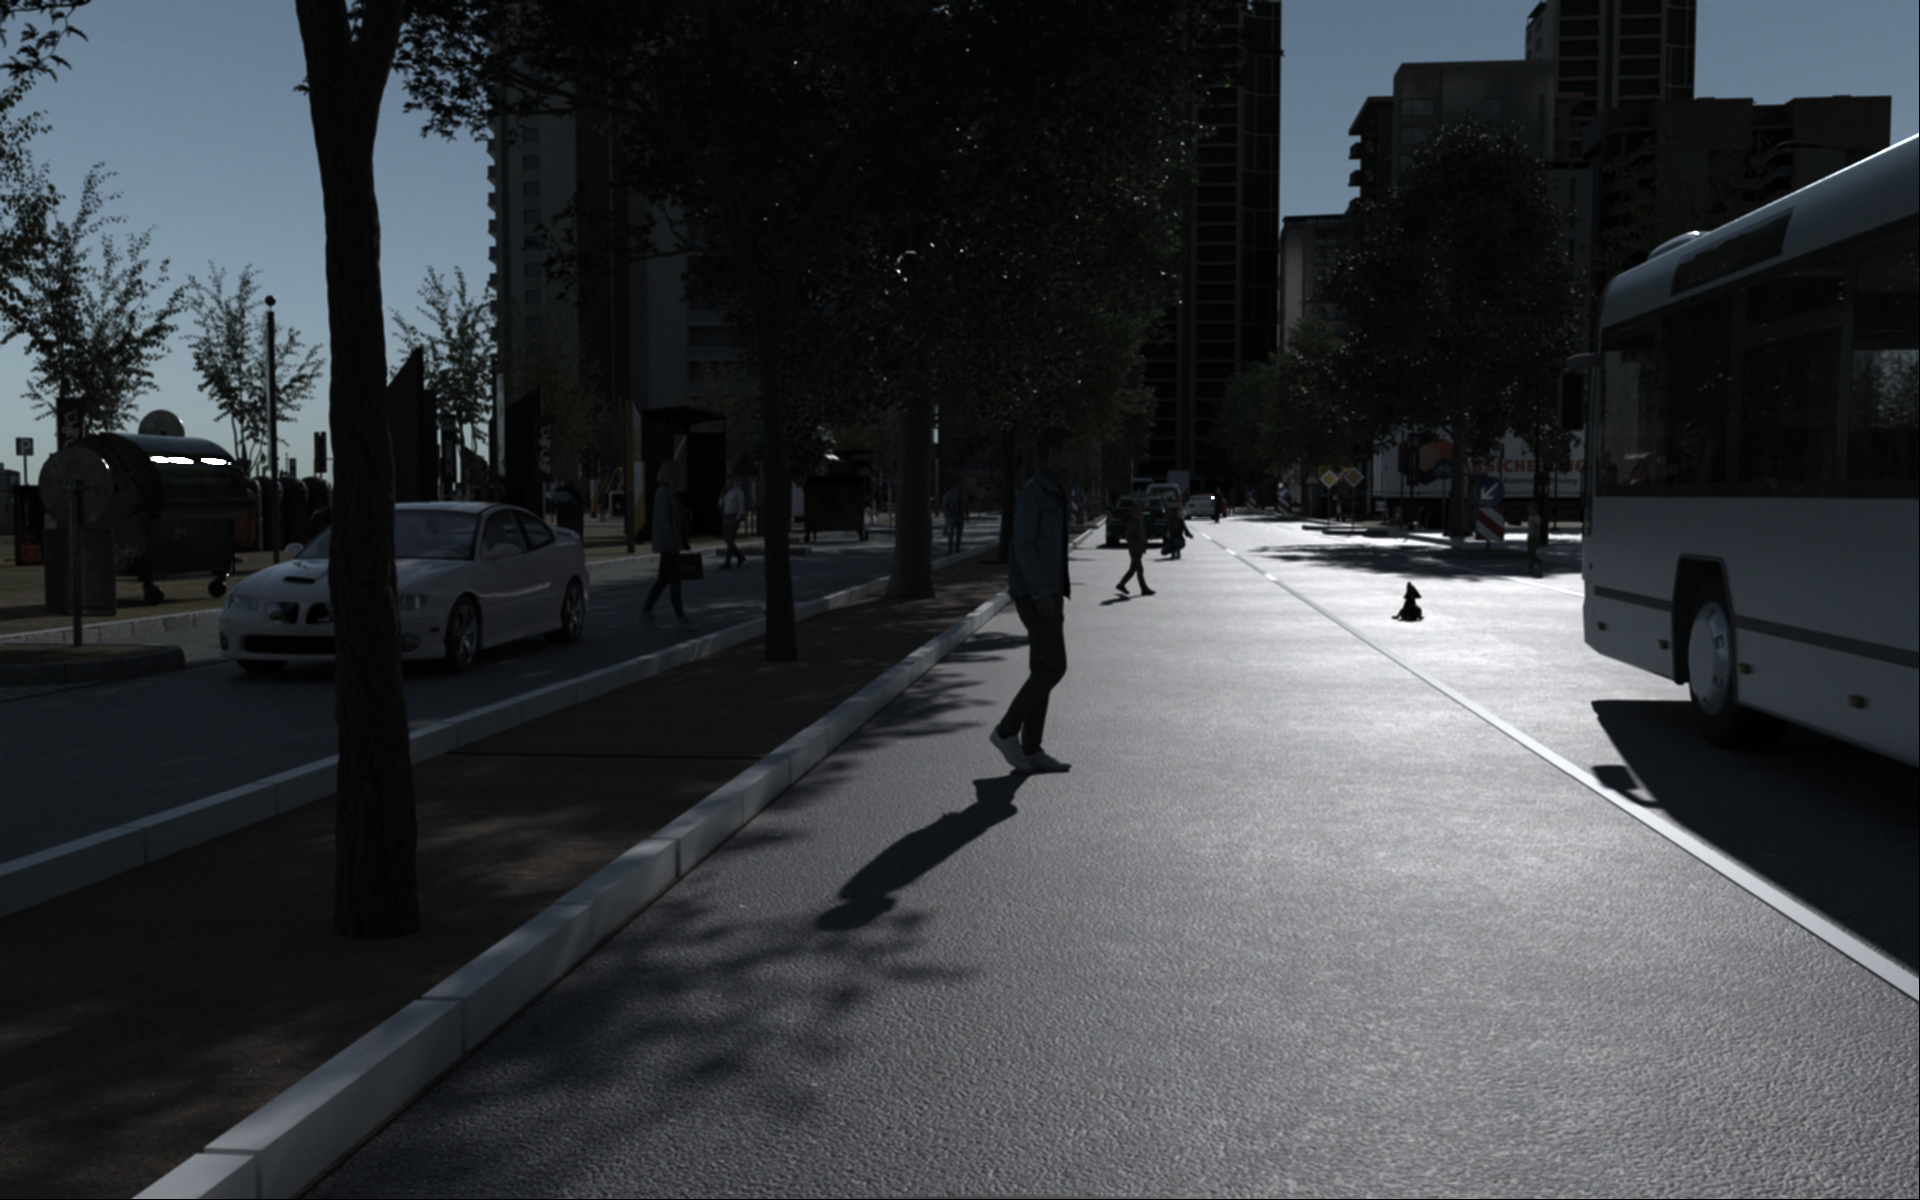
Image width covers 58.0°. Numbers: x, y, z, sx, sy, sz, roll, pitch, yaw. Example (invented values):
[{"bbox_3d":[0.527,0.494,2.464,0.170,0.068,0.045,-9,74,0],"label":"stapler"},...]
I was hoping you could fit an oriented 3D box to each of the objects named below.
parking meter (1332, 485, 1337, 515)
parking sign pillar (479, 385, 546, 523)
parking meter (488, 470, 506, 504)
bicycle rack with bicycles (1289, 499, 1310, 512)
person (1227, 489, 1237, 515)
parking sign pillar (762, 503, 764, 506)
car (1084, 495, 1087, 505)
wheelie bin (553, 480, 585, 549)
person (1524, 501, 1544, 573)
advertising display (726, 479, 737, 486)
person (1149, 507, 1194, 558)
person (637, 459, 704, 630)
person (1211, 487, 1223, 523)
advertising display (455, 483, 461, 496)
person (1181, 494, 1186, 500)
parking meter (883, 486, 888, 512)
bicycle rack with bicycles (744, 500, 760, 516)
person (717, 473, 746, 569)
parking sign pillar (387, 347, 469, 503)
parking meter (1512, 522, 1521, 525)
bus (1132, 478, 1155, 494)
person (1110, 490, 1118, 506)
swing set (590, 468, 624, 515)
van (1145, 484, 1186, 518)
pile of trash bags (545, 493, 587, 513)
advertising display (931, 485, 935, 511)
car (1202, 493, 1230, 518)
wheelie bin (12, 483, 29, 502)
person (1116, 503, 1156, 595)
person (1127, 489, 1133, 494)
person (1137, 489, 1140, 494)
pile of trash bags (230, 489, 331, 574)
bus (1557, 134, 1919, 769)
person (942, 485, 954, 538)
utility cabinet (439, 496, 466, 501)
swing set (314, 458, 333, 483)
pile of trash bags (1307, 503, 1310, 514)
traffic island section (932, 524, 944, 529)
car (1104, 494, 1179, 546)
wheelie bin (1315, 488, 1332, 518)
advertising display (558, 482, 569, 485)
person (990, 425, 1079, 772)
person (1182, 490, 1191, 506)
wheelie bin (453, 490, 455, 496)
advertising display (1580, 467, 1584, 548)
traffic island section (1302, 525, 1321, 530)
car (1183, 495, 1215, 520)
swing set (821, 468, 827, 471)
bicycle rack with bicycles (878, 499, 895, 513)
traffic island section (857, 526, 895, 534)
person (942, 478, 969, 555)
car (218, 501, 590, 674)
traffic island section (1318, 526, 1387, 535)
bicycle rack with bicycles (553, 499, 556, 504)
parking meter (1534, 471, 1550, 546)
[{"bbox_3d":[23.002,-6.137,106.052,0.399,1.863,0.255,3,5,40],"label":"parking meter"},{"bbox_3d":[-11.012,-3.339,43.066,1.447,3.967,1.447,0,4,-4],"label":"parking sign pillar"},{"bbox_3d":[-11.133,-2.197,41.639,0.399,1.863,0.255,3,4,38],"label":"parking meter"},{"bbox_3d":[27.459,-7.711,139.456,2.925,0.926,2.852,0,4,-4],"label":"bicycle rack with bicycles"},{"bbox_3d":[18.190,-6.556,115.863,0.661,1.801,0.590,0,4,0],"label":"person"},{"bbox_3d":[-9.294,-5.972,86.121,1.447,3.967,1.447,-1,4,-9],"label":"parking sign pillar"},{"bbox_3d":[14.452,-11.500,200.393,2.083,1.381,4.827,0,4,5],"label":"car"},{"bbox_3d":[-8.523,-1.829,37.806,0.693,1.594,0.980,-1,4,-12],"label":"wheelie bin"},{"bbox_3d":[10.526,-1.160,31.718,0.590,1.304,0.306,-2,4,-35],"label":"person"},{"bbox_3d":[-9.907,-4.157,73.187,0.974,1.923,0.123,-1,4,-13],"label":"advertising display"},{"bbox_3d":[4.834,-1.514,38.745,1.012,1.151,0.738,3,4,36],"label":"person"},{"bbox_3d":[-3.074,-0.593,18.372,0.728,1.800,0.709,0,4,8],"label":"person"},{"bbox_3d":[12.807,-4.739,86.399,0.534,1.772,0.576,3,5,42],"label":"person"},{"bbox_3d":[-28.764,-5.768,99.519,0.123,1.923,0.974,-3,4,-37],"label":"advertising display"},{"bbox_3d":[19.052,-8.406,149.158,0.991,1.433,0.599,0,4,-5],"label":"person"},{"bbox_3d":[-5.235,-7.141,122.459,0.255,1.863,0.399,-2,4,-34],"label":"parking meter"},{"bbox_3d":[-12.836,-5.304,100.101,2.925,0.926,2.852,-1,4,-15],"label":"bicycle rack with bicycles"},{"bbox_3d":[-4.407,-1.511,33.310,0.679,1.850,0.850,2,4,34],"label":"person"},{"bbox_3d":[-10.331,-2.691,32.471,1.447,3.967,1.447,3,5,40],"label":"parking sign pillar"},{"bbox_3d":[23.343,-3.925,72.592,0.372,1.533,0.369,0,3,0],"label":"parking meter"},{"bbox_3d":[21.992,-13.000,207.403,2.948,3.499,13.247,0,4,7],"label":"bus"},{"bbox_3d":[14.780,-9.693,166.607,1.348,1.869,0.705,-2,4,-34],"label":"person"},{"bbox_3d":[-20.102,-6.471,103.429,2.862,2.851,3.119,0,4,2],"label":"swing set"},{"bbox_3d":[8.332,-3.945,71.505,2.013,2.044,4.112,0,4,5],"label":"van"},{"bbox_3d":[-27.028,-6.637,118.267,3.447,1.369,1.912,1,4,18],"label":"pile of trash bags"},{"bbox_3d":[-2.495,-8.309,141.067,0.974,1.923,0.123,-2,4,-32],"label":"advertising display"},{"bbox_3d":[15.639,-6.016,107.405,2.155,1.783,4.494,0,4,7],"label":"car"},{"bbox_3d":[-26.933,-2.573,49.976,0.693,1.594,0.980,-3,4,-36],"label":"wheelie bin"},{"bbox_3d":[2.520,-0.730,24.703,0.640,1.303,0.475,2,4,25],"label":"person"},{"bbox_3d":[12.903,-7.452,130.439,0.767,1.812,0.694,-3,4,-38],"label":"person"},{"bbox_3d":[10.436,-5.545,99.838,0.731,1.740,0.598,0,4,-6],"label":"person"},{"bbox_3d":[-10.295,-1.124,28.124,3.447,1.369,1.912,0,4,-2],"label":"pile of trash bags"},{"bbox_3d":[5.146,-0.731,6.811,2.948,3.499,13.247,0,4,6],"label":"bus"},{"bbox_3d":[-0.410,-2.912,56.952,0.643,1.720,0.563,-2,4,-33],"label":"person"},{"bbox_3d":[-18.741,-3.226,63.901,1.020,1.237,0.306,-3,5,-43],"label":"utility cabinet"},{"bbox_3d":[-26.706,-4.803,76.152,3.119,2.851,2.862,-1,4,-17],"label":"swing set"},{"bbox_3d":[22.772,-6.019,108.160,1.912,1.369,3.447,0,4,5],"label":"pile of trash bags"},{"bbox_3d":[-1.739,-3.009,71.471,2.009,0.180,2.903,0,4,6],"label":"traffic island section"},{"bbox_3d":[5.112,-2.274,48.976,2.131,1.459,4.920,0,4,8],"label":"car"},{"bbox_3d":[19.300,-5.144,92.014,0.693,1.594,0.980,-1,4,-15],"label":"wheelie bin"},{"bbox_3d":[-21.823,-5.513,95.356,0.123,1.923,0.974,3,4,36],"label":"advertising display"},{"bbox_3d":[0.388,-0.004,8.914,0.444,1.785,0.601,1,4,22],"label":"person"},{"bbox_3d":[21.227,-9.433,162.732,1.348,1.823,0.705,1,4,11],"label":"person"},{"bbox_3d":[-41.722,-8.235,142.555,0.693,1.594,0.980,1,4,16],"label":"wheelie bin"},{"bbox_3d":[15.062,-2.195,41.096,0.123,1.923,0.974,-1,4,-15],"label":"advertising display"},{"bbox_3d":[14.863,-2.903,69.749,2.009,0.180,2.903,0,4,6],"label":"traffic island section"},{"bbox_3d":[13.712,-5.261,98.382,2.083,1.381,4.827,0,4,4],"label":"car"},{"bbox_3d":[-8.405,-6.606,105.620,2.862,2.851,3.119,0,4,3],"label":"swing set"},{"bbox_3d":[-5.514,-6.247,115.524,2.852,0.926,2.925,3,4,37],"label":"bicycle rack with bicycles"},{"bbox_3d":[-2.563,-2.523,63.529,2.009,0.180,2.903,0,4,6],"label":"traffic island section"},{"bbox_3d":[-0.082,-1.992,41.173,0.635,1.810,0.391,-2,4,-31],"label":"person"},{"bbox_3d":[-4.734,-0.186,15.401,2.083,1.381,4.827,0,4,5],"label":"car"},{"bbox_3d":[14.039,-2.418,61.807,2.009,0.180,2.903,0,4,6],"label":"traffic island section"},{"bbox_3d":[-30.079,-7.055,128.724,2.925,0.926,2.852,1,4,20],"label":"bicycle rack with bicycles"},{"bbox_3d":[14.455,-2.286,43.085,0.255,1.863,0.399,3,5,44],"label":"parking meter"}]
